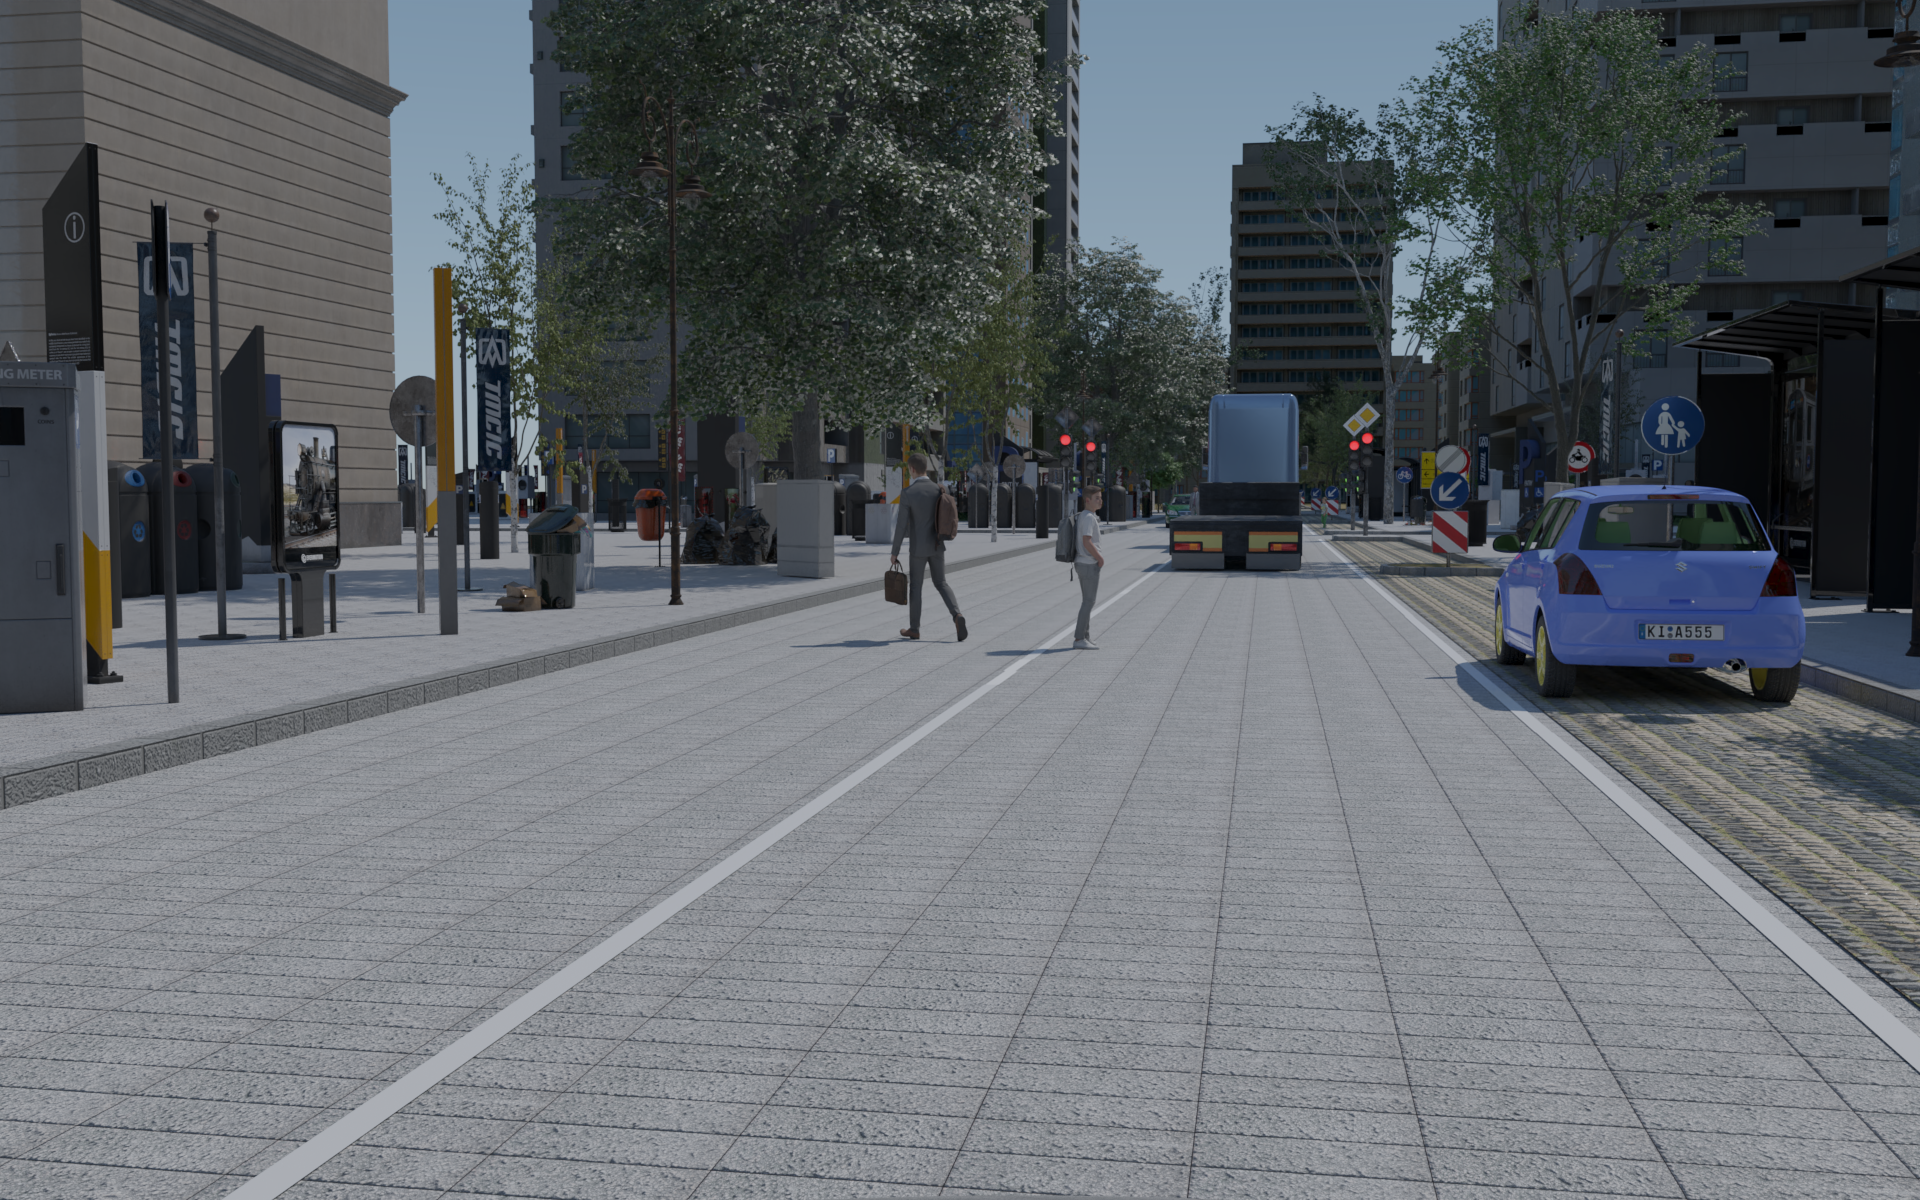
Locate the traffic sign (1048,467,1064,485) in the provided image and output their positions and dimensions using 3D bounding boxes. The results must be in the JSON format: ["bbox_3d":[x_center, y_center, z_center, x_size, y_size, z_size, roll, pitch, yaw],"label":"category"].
[{"bbox_3d":[3.666,-3.922,66.257,0.606,2.300,0.079,1,4,16],"label":"traffic sign"}]

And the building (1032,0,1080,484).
[{"bbox_3d":[-1.270,-39.727,191.543,28.212,58.520,21.231,1,4,10],"label":"building"}]

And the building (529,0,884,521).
[{"bbox_3d":[-12.203,-19.313,87.465,14.160,30.474,14.107,1,4,10],"label":"building"}]

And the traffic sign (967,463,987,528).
[{"bbox_3d":[0.616,-3.872,64.496,0.795,2.450,0.064,1,4,20],"label":"traffic sign"}]

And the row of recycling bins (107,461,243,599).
[{"bbox_3d":[-10.390,-0.902,21.859,1.069,1.692,3.534,1,4,11],"label":"row of recycling bins"}]

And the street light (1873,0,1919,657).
[{"bbox_3d":[7.582,-2.492,13.524,0.468,5.910,1.993,1,4,10],"label":"street light"}]

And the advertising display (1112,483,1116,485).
[{"bbox_3d":[8.917,-5.861,101.048,0.974,1.923,0.123,1,4,8],"label":"advertising display"}]

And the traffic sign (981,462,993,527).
[{"bbox_3d":[1.125,-4.172,68.316,0.768,2.556,0.104,1,4,11],"label":"traffic sign"}]

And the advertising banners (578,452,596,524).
[{"bbox_3d":[-15.765,-4.708,73.157,0.090,3.025,2.074,0,4,6],"label":"advertising banners"}]

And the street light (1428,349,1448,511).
[{"bbox_3d":[14.350,-4.854,52.148,0.468,5.910,1.993,1,4,10],"label":"street light"}]

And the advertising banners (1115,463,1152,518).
[{"bbox_3d":[9.323,-5.945,93.389,2.074,3.025,0.090,1,4,15],"label":"advertising banners"}]

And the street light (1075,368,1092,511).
[{"bbox_3d":[4.520,-5.546,63.469,0.468,5.910,1.993,1,4,10],"label":"street light"}]

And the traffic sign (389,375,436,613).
[{"bbox_3d":[-5.811,-1.131,18.604,0.768,2.556,0.104,1,4,18],"label":"traffic sign"}]

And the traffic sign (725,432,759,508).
[{"bbox_3d":[-4.469,-2.157,35.379,0.768,2.556,0.104,1,4,18],"label":"traffic sign"}]

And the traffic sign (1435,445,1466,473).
[{"bbox_3d":[12.777,-2.757,45.189,0.768,2.556,0.104,1,4,12],"label":"traffic sign"}]

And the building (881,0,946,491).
[{"bbox_3d":[-13.400,-30.420,121.063,21.300,48.544,21.600,1,4,10],"label":"building"}]

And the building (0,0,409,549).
[{"bbox_3d":[-26.868,-14.787,39.028,25.104,27.353,12.463,1,4,10],"label":"building"}]

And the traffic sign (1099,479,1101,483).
[{"bbox_3d":[9.099,-6.803,111.328,0.768,2.556,0.104,1,4,15],"label":"traffic sign"}]

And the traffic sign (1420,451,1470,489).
[{"bbox_3d":[23.047,-5.408,82.297,2.265,3.308,0.079,1,4,13],"label":"traffic sign"}]

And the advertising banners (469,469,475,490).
[{"bbox_3d":[-34.168,-7.497,118.762,2.074,3.025,0.090,-3,5,-41],"label":"advertising banners"}]

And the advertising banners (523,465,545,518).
[{"bbox_3d":[-23.421,-5.918,92.951,2.074,3.025,0.090,0,4,7],"label":"advertising banners"}]

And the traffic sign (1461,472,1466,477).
[{"bbox_3d":[13.966,-2.860,48.898,0.606,2.300,0.079,1,4,19],"label":"traffic sign"}]

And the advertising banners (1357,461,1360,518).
[{"bbox_3d":[21.697,-5.929,93.133,0.090,3.025,2.074,2,4,35],"label":"advertising banners"}]

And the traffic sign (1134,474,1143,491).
[{"bbox_3d":[10.914,-6.544,107.100,0.768,2.556,0.104,1,4,14],"label":"traffic sign"}]

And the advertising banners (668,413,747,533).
[{"bbox_3d":[-5.366,-2.466,36.513,2.074,3.025,0.090,2,4,29],"label":"advertising banners"}]

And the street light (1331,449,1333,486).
[{"bbox_3d":[28.906,-9.879,134.316,0.468,5.910,1.993,1,4,10],"label":"street light"}]

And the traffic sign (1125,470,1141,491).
[{"bbox_3d":[9.399,-5.749,94.005,0.884,2.594,0.081,1,4,12],"label":"traffic sign"}]

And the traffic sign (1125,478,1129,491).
[{"bbox_3d":[13.189,-8.316,136.072,0.768,2.556,0.104,1,4,19],"label":"traffic sign"}]

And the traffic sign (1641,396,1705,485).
[{"bbox_3d":[9.244,-1.371,22.527,0.768,2.556,0.104,1,4,18],"label":"traffic sign"}]

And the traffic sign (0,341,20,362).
[{"bbox_3d":[-8.080,-0.901,14.730,0.884,2.594,0.081,1,4,19],"label":"traffic sign"}]

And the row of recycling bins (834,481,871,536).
[{"bbox_3d":[-4.269,-2.890,54.359,3.534,1.692,1.069,2,4,34],"label":"row of recycling bins"}]

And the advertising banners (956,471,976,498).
[{"bbox_3d":[0.474,-8.088,128.422,0.090,3.025,2.074,-3,5,-44],"label":"advertising banners"}]

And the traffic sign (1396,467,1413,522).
[{"bbox_3d":[20.752,-4.942,80.906,0.768,2.556,0.104,1,4,16],"label":"traffic sign"}]

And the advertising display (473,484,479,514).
[{"bbox_3d":[-31.831,-6.668,114.241,0.123,1.923,0.974,1,4,15],"label":"advertising display"}]

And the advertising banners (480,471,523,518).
[{"bbox_3d":[-23.889,-5.729,89.857,2.074,3.025,0.090,0,4,-6],"label":"advertising banners"}]

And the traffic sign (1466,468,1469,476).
[{"bbox_3d":[17.741,-3.769,61.729,0.768,2.556,0.104,1,4,15],"label":"traffic sign"}]

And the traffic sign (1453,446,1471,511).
[{"bbox_3d":[13.192,-2.814,46.123,0.768,2.556,0.104,1,4,11],"label":"traffic sign"}]

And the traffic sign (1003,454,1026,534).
[{"bbox_3d":[1.724,-3.385,55.452,0.768,2.556,0.104,1,4,19],"label":"traffic sign"}]

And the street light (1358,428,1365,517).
[{"bbox_3d":[22.109,-7.517,95.698,0.468,5.910,1.993,1,4,10],"label":"street light"}]

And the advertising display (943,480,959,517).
[{"bbox_3d":[-0.419,-4.465,78.219,0.123,1.923,0.974,-3,5,-45],"label":"advertising display"}]

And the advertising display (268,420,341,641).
[{"bbox_3d":[-5.872,-0.632,15.555,0.123,1.923,0.974,1,4,9],"label":"advertising display"}]

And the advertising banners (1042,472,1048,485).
[{"bbox_3d":[7.622,-8.705,138.507,2.074,3.025,0.090,0,3,0],"label":"advertising banners"}]

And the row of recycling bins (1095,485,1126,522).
[{"bbox_3d":[7.203,-4.541,81.360,1.069,1.692,3.534,0,4,-3],"label":"row of recycling bins"}]

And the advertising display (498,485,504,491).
[{"bbox_3d":[-32.838,-7.195,122.845,0.974,1.923,0.123,1,4,12],"label":"advertising display"}]

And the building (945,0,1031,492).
[{"bbox_3d":[-1.869,-30.376,146.750,14.600,45.320,14.200,1,4,10],"label":"building"}]

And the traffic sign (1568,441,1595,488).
[{"bbox_3d":[14.856,-2.542,41.667,0.768,2.556,0.104,1,4,15],"label":"traffic sign"}]

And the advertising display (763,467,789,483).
[{"bbox_3d":[-4.359,-2.200,41.190,0.123,1.923,0.974,2,4,26],"label":"advertising display"}]

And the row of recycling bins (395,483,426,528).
[{"bbox_3d":[-21.643,-3.725,68.016,1.069,1.692,3.534,-1,4,-22],"label":"row of recycling bins"}]

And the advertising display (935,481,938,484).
[{"bbox_3d":[-0.808,-5.109,88.753,0.974,1.923,0.123,-2,4,-31],"label":"advertising display"}]

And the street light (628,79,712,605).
[{"bbox_3d":[-3.290,-2.880,19.881,0.468,5.910,1.993,1,4,10],"label":"street light"}]

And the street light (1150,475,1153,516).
[{"bbox_3d":[11.300,-7.911,102.128,0.468,5.910,1.993,1,4,10],"label":"street light"}]
